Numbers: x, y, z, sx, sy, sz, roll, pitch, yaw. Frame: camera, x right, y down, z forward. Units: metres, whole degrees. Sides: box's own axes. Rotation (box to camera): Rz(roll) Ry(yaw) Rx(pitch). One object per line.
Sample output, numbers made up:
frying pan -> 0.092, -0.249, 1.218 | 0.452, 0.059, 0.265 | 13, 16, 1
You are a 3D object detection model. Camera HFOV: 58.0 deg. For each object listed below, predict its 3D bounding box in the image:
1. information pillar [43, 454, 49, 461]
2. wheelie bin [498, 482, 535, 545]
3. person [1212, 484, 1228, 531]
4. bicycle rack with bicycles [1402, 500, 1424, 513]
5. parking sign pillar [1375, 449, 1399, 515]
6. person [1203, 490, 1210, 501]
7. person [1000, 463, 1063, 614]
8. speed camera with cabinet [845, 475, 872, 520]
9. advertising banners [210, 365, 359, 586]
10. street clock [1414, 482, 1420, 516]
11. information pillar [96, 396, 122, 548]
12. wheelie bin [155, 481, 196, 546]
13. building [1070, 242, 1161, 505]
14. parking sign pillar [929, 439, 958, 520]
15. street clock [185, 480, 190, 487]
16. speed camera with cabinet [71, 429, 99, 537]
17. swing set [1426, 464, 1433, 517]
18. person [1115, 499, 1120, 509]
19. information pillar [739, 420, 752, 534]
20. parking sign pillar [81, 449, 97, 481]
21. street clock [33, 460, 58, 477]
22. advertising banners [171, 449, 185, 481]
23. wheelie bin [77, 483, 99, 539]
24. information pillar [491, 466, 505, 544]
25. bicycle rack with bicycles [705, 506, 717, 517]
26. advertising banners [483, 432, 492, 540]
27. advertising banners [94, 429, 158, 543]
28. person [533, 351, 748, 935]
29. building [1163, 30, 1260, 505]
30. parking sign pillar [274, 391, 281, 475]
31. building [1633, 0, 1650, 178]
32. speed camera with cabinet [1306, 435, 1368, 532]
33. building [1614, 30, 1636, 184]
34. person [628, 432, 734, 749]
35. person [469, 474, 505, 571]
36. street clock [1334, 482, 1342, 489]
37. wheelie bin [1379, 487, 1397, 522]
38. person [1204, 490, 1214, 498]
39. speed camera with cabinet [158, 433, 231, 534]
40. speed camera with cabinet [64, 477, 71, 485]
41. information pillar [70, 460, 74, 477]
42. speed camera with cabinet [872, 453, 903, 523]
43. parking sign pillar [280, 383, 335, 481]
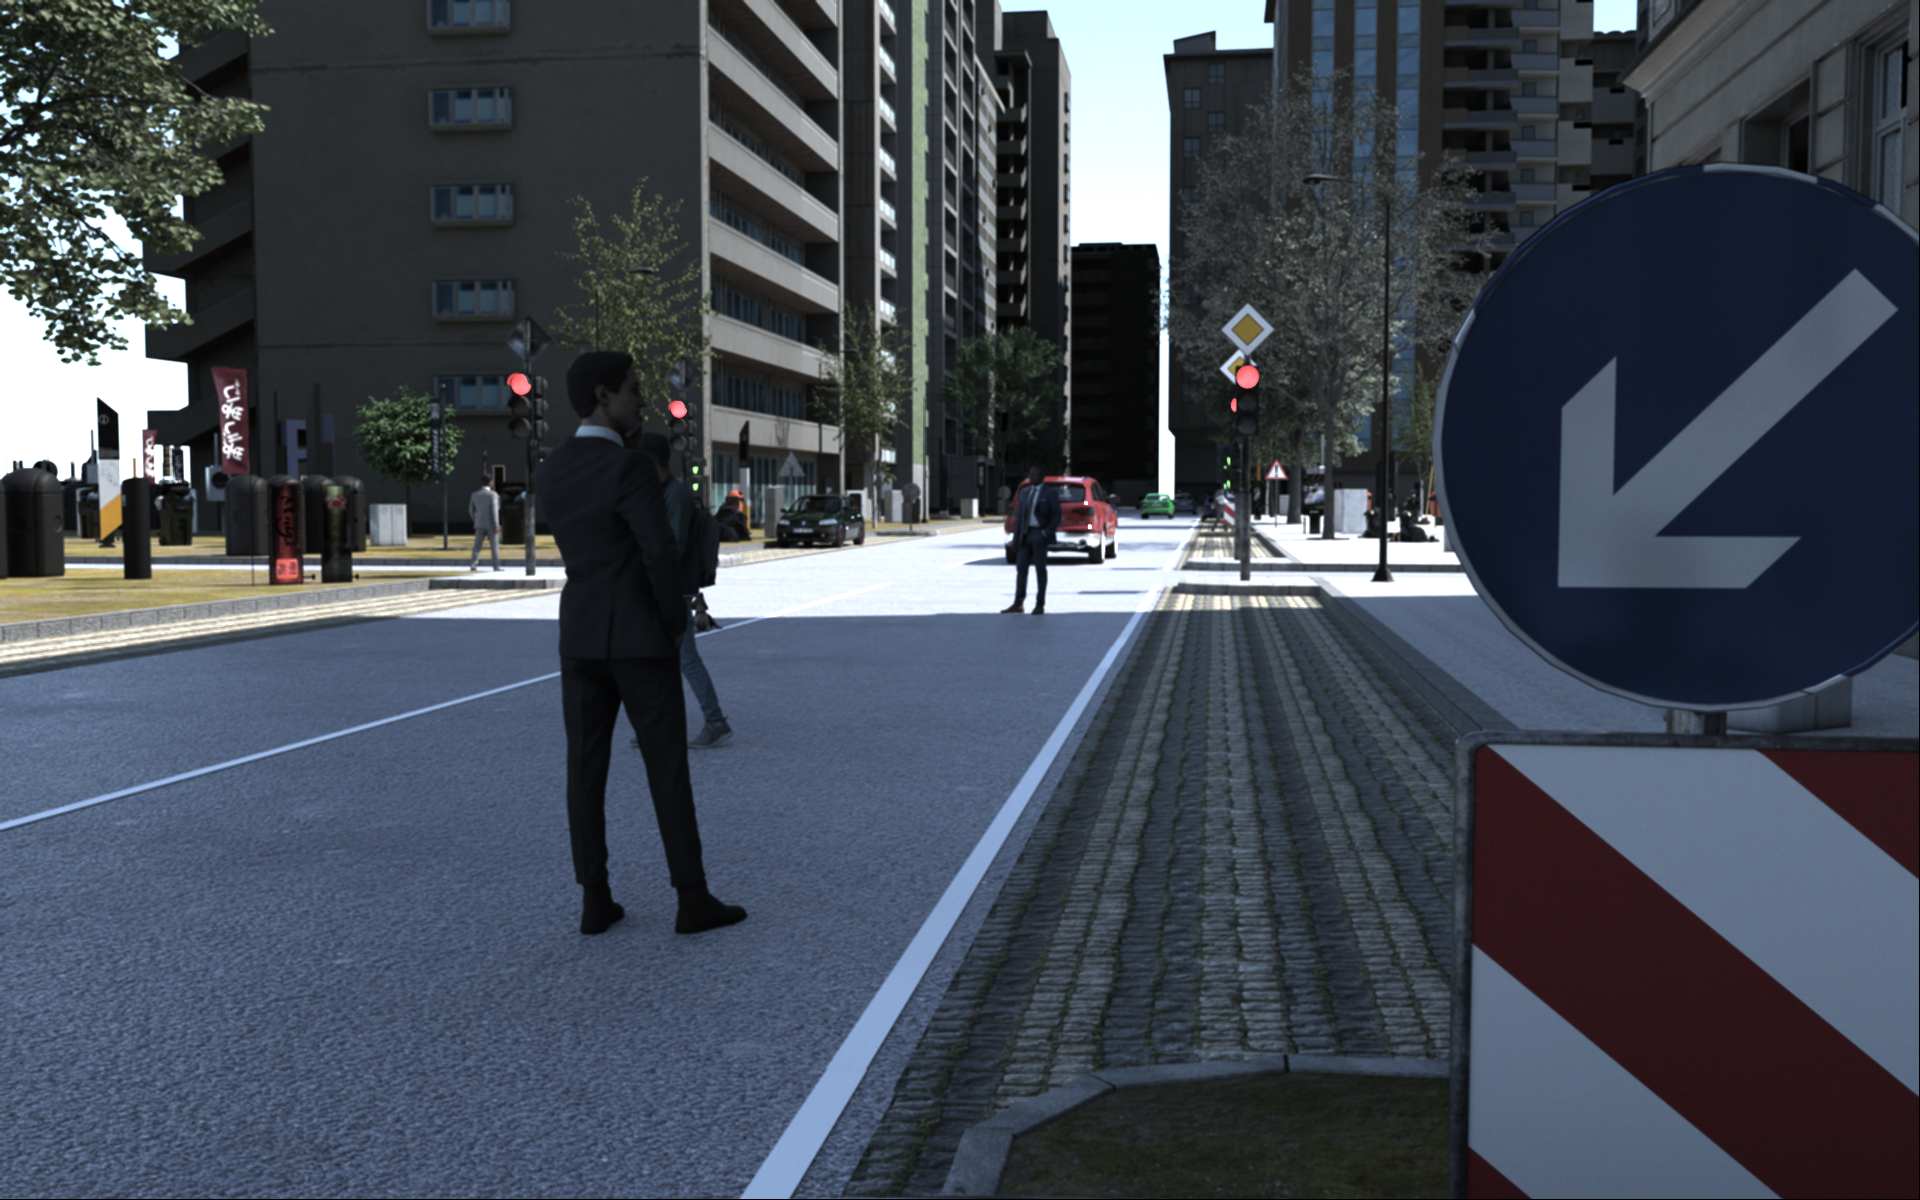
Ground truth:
information pillar -> -53.112, -6.704, 100.965 | 0.183, 3.616, 0.504 | -2, 4, -25
wheelie bin -> -11.268, -2.201, 43.896 | 0.980, 1.594, 0.693 | 0, 4, -5
person -> 9.261, -3.234, 61.473 | 0.679, 1.850, 0.850 | -3, 5, -40
bicycle rack with bicycles -> 26.726, -5.279, 99.693 | 2.852, 0.926, 2.925 | 1, 4, 19
parking sign pillar -> 25.714, -7.085, 104.313 | 1.447, 3.967, 1.447 | -3, 5, -43
person -> 20.518, -8.253, 144.230 | 0.721, 1.735, 1.217 | 2, 4, 28
person -> 0.885, -0.739, 20.758 | 0.721, 1.800, 0.419 | 2, 4, 31
speed camera with cabinet -> -4.588, -5.374, 82.203 | 2.038, 3.252, 0.660 | -2, 4, -29
advertising banners -> -9.483, -1.724, 24.377 | 0.090, 3.025, 2.074 | 3, 5, 43
street clock -> 27.146, -5.997, 102.626 | 0.471, 2.002, 0.358 | -2, 4, -35
information pillar -> -20.354, -3.062, 41.411 | 0.504, 3.616, 0.183 | -2, 4, -34
wheelie bin -> -19.441, -2.148, 43.035 | 0.693, 1.594, 0.980 | 3, 4, 37
building -> 16.174, -26.298, 201.672 | 14.107, 30.474, 14.160 | 1, 4, 8
parking sign pillar -> -0.800, -5.943, 85.633 | 1.447, 3.967, 1.447 | 0, 4, 1
street clock -> -39.944, -5.177, 89.220 | 0.358, 2.002, 0.471 | 3, 5, 40
speed camera with cabinet -> -26.075, -3.538, 52.186 | 0.660, 3.252, 2.038 | -1, 4, -14
swing set -> 25.059, -5.413, 86.128 | 3.119, 2.851, 2.862 | 0, 4, 2
person -> 15.312, -9.624, 169.081 | 0.991, 1.433, 0.599 | -3, 5, -44
information pillar -> -6.853, -3.903, 55.165 | 0.183, 3.616, 0.504 | -3, 4, -37
parking sign pillar -> -52.268, -7.066, 103.996 | 1.447, 3.967, 1.447 | 0, 4, -2
street clock -> -19.659, -1.999, 37.259 | 0.471, 2.002, 0.358 | 1, 4, 11
advertising banners -> -29.776, -4.368, 67.598 | 2.074, 3.025, 0.090 | 0, 4, 7
wheelie bin -> -24.971, -2.570, 49.921 | 0.980, 1.594, 0.693 | 2, 4, 27
information pillar -> -11.926, -2.463, 44.769 | 0.304, 2.012, 0.304 | -1, 4, -22
bicycle rack with bicycles -> -7.679, -2.368, 52.096 | 2.925, 0.926, 2.852 | 2, 4, 31
advertising banners -> -13.221, -3.201, 48.523 | 0.090, 3.025, 2.074 | -1, 4, -20
advertising banners -> -22.016, -3.036, 45.819 | 0.090, 3.025, 2.074 | 1, 4, 22
person -> -1.092, 0.129, 5.758 | 0.648, 1.900, 0.474 | 2, 4, 27
building -> 38.100, -37.663, 205.036 | 27.495, 52.752, 28.713 | 1, 4, 8
parking sign pillar -> -17.347, -3.500, 45.702 | 1.447, 3.967, 1.447 | 3, 5, 39
building -> 74.528, -44.330, 163.049 | 20.611, 71.187, 20.563 | 1, 4, 8
speed camera with cabinet -> 12.636, -3.897, 58.053 | 2.038, 3.252, 0.660 | -1, 4, -18
building -> 65.163, -37.361, 200.095 | 27.495, 52.752, 28.713 | 1, 4, 8
person -> -1.663, -0.060, 9.836 | 0.721, 1.781, 0.623 | -2, 4, -35
person -> -8.336, -1.323, 30.404 | 0.678, 1.792, 0.850 | 1, 4, 16
street clock -> 22.599, -6.055, 103.573 | 0.471, 2.002, 0.358 | -3, 4, -36
wheelie bin -> 19.832, -4.430, 80.334 | 0.693, 1.594, 0.980 | -1, 4, -11
person -> 22.521, -8.998, 155.635 | 1.348, 1.821, 0.705 | 1, 4, 15
speed camera with cabinet -> -24.608, -3.758, 55.775 | 2.038, 3.252, 0.660 | -2, 4, -34
speed camera with cabinet -> -49.253, -6.151, 94.896 | 2.038, 3.252, 0.660 | 0, 4, 5
information pillar -> -61.078, -7.822, 119.236 | 0.183, 3.616, 0.504 | -1, 4, -8
speed camera with cabinet -> -3.186, -5.144, 78.432 | 0.660, 3.252, 2.038 | -1, 4, -23
parking sign pillar -> -15.788, -3.318, 42.717 | 1.447, 3.967, 1.447 | -2, 4, -30
